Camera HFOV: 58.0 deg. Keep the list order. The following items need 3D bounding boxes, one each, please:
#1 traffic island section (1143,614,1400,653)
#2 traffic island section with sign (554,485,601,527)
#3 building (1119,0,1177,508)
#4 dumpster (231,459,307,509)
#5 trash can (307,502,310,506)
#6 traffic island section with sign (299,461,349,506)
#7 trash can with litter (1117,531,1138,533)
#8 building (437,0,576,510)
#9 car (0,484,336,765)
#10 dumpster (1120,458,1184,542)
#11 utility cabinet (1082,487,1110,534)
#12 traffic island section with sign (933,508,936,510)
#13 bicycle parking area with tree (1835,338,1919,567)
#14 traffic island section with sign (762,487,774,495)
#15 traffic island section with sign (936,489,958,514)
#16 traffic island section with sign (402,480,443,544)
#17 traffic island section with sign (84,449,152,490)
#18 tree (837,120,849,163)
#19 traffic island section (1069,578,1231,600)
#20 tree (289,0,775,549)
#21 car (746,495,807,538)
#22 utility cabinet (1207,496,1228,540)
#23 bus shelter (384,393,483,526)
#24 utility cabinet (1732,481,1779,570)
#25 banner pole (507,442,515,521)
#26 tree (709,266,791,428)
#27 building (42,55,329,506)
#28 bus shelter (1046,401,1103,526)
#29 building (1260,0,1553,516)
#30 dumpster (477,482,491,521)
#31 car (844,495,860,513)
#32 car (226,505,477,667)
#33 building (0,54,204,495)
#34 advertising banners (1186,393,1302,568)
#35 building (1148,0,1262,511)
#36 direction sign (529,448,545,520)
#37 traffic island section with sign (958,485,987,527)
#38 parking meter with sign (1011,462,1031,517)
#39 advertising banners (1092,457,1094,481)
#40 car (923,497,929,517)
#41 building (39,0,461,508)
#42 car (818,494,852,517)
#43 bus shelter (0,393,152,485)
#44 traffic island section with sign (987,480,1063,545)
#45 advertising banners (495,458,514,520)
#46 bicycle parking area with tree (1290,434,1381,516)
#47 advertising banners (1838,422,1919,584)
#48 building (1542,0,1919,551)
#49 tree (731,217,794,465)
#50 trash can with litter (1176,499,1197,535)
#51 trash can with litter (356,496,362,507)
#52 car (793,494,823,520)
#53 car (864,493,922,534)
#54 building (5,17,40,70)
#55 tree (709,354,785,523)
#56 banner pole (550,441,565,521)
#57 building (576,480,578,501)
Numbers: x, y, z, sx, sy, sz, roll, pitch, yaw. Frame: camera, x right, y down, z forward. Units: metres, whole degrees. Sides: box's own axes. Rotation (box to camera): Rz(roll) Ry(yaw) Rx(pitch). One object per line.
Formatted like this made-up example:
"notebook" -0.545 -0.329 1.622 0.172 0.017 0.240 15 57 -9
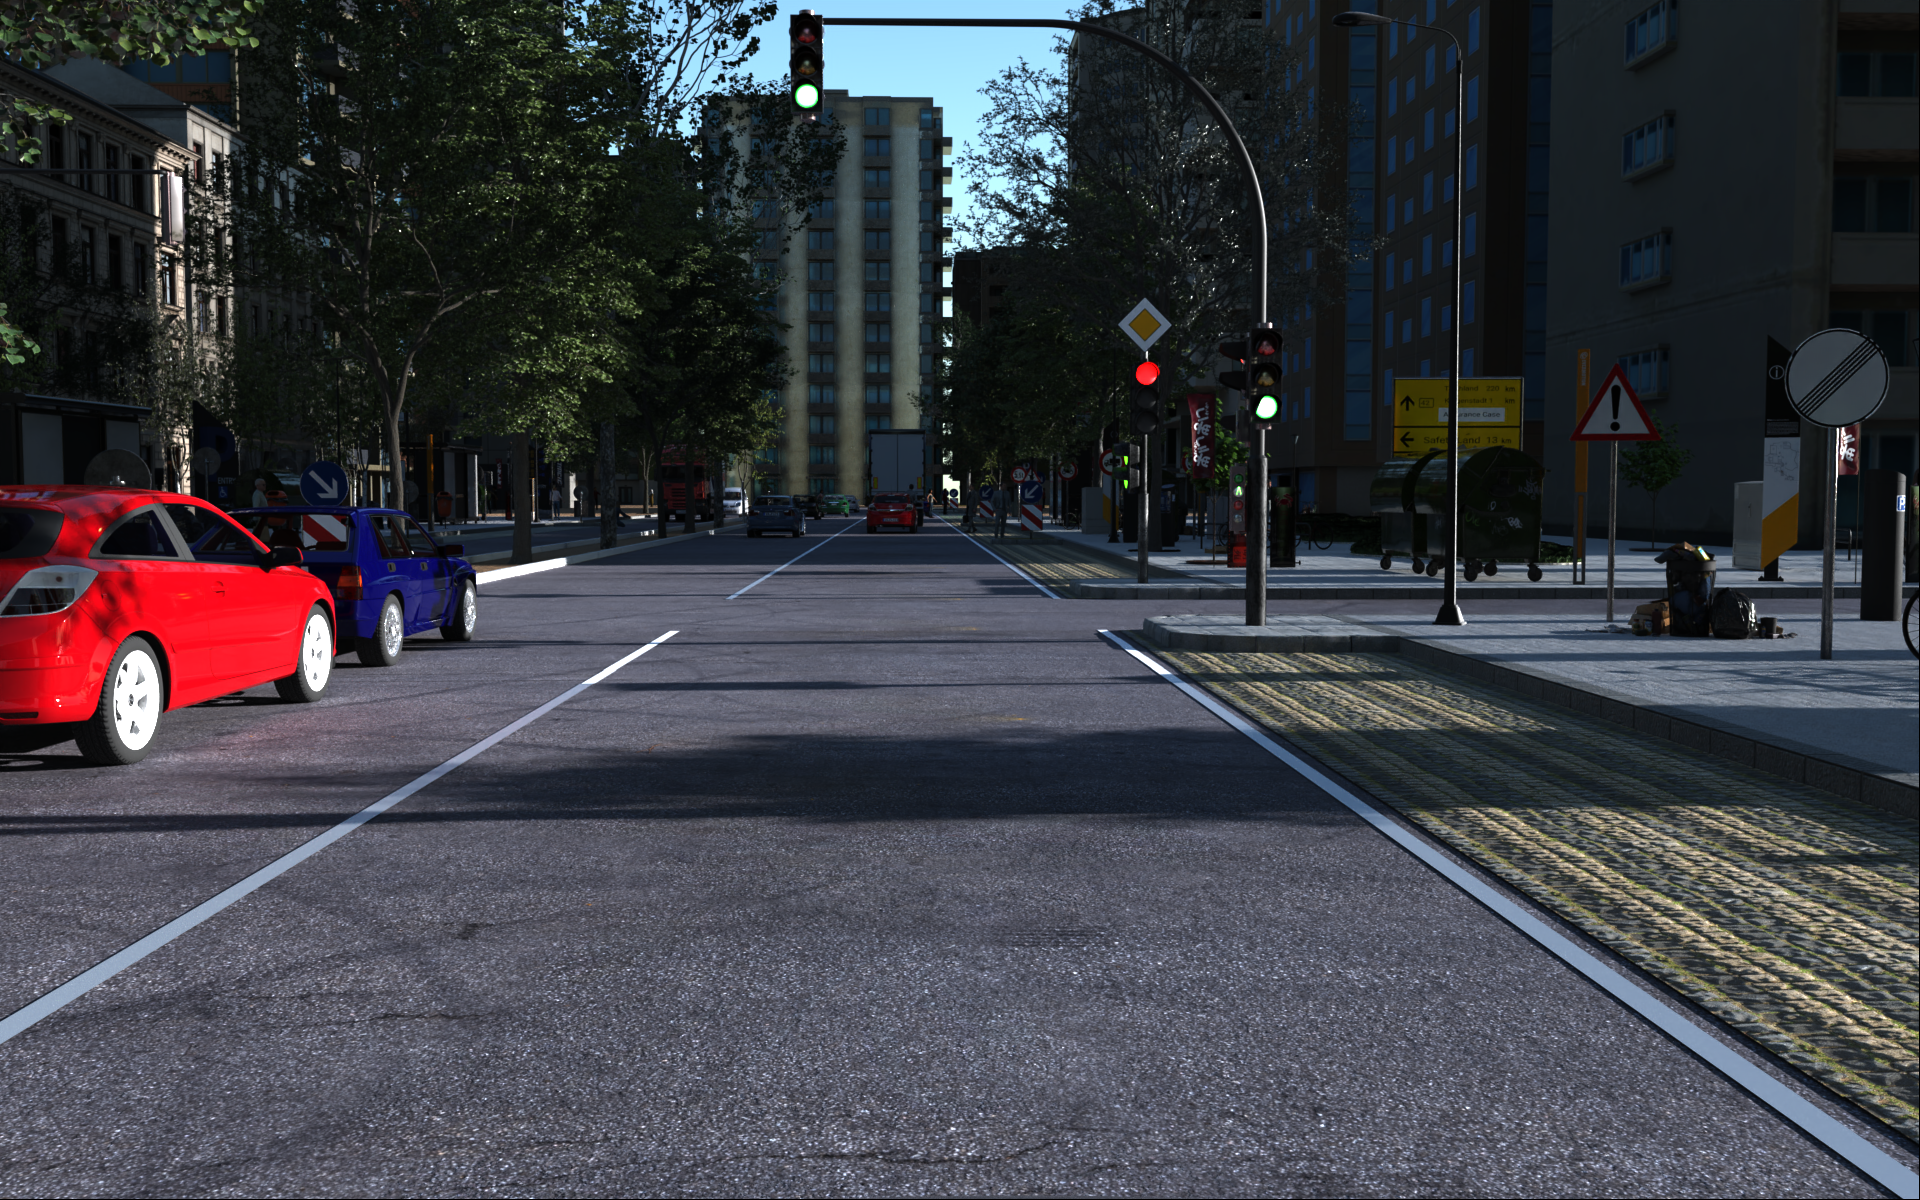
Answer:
"traffic island section" 2.908 0.325 16.969 2.009 0.180 2.903 0 4 -2
"traffic island section with sign" -16.808 -4.160 76.651 1.989 1.847 2.006 0 4 -2
"building" 25.467 -43.613 151.316 20.563 71.187 20.611 0 4 -2
"dumpster" -19.180 -2.790 48.105 1.502 2.255 1.985 0 4 -2
"trash can" -19.232 -2.462 51.907 0.748 1.137 0.748 0 3 0
"traffic island section with sign" -8.680 -0.986 24.253 2.006 1.907 1.989 0 4 -2
"trash can with litter" 5.707 -2.800 56.842 2.233 1.210 1.678 0 4 0
"building" -46.038 -43.527 149.913 20.611 71.187 20.563 0 4 -2
"car" -5.285 -0.097 10.620 2.155 1.783 4.494 0 4 -1
"dumpster" 5.227 -2.734 47.191 1.502 2.255 1.985 0 4 -2
"utility cabinet" 4.465 -2.861 55.463 1.173 1.500 0.318 -2 4 -27
"traffic island section with sign" -1.428 -8.894 154.040 1.989 1.847 2.006 0 4 -2
"bicycle parking area with tree" 20.082 -2.690 30.981 8.231 4.147 9.016 2 4 29
"traffic island section with sign" -11.069 -5.579 99.354 2.006 1.907 1.989 0 4 -2
"traffic island section with sign" -0.575 -7.246 127.098 1.989 1.847 2.006 0 4 -2
"traffic island section with sign" -15.959 -2.512 49.692 1.989 1.847 2.006 0 4 -2
"traffic island section with sign" -8.455 -0.533 16.850 2.006 1.907 1.989 0 4 -2
"tree" -11.408 -13.139 73.177 12.611 20.169 13.585 0 3 0
"traffic island section" 2.655 -0.163 24.951 2.009 0.180 2.903 0 4 -2
"tree" -10.380 -11.431 45.250 12.611 20.169 13.585 0 3 0
"car" -6.185 -2.837 58.385 2.014 1.417 4.499 0 4 -2
"utility cabinet" 7.296 -2.297 48.714 0.306 1.237 1.020 -1 4 -18
"bus shelter" -21.728 -5.721 71.164 2.179 5.291 8.768 0 4 -2
"utility cabinet" 13.418 -1.256 29.219 0.318 1.500 1.173 0 4 3
"banner pole" -21.668 -5.708 83.336 0.401 3.779 0.863 -2 4 -30
"tree" -9.564 -7.272 55.761 8.767 10.594 7.601 0 4 -2
"building" -39.271 -14.499 86.207 9.793 20.994 18.267 0 4 -2
"bus shelter" 4.706 -5.773 72.024 2.179 5.291 8.768 0 4 -2
"building" 24.470 -27.092 93.061 14.600 45.320 14.200 0 4 -2
"dumpster" -23.351 -4.898 82.583 1.502 2.255 1.985 0 4 -2
"car" -8.847 -7.502 135.013 2.083 1.381 4.827 0 4 0
"car" -5.603 -0.191 15.704 1.945 1.354 3.894 0 4 -1
"building" -38.564 -12.410 67.536 10.561 19.102 19.286 0 4 -2
"advertising banners" 4.924 -2.073 30.084 2.074 3.025 0.090 0 4 -8
"building" 29.077 -32.947 127.926 28.713 52.752 27.495 0 4 -2
"direction sign" -20.873 -5.714 85.424 0.876 3.537 0.379 0 4 6
"traffic island section with sign" 1.028 -4.150 76.479 1.989 1.847 2.006 0 4 -2
"parking meter with sign" 3.320 -6.098 95.963 0.543 3.016 1.738 -1 4 -22
"advertising banners" 5.412 -5.200 81.214 2.074 3.025 0.090 2 4 27
"car" -2.760 -5.989 110.503 1.945 1.354 3.894 0 4 -4
"building" -45.717 -27.996 112.366 22.147 44.769 28.867 0 4 -2
"car" -7.808 -5.864 107.671 2.131 1.459 4.920 0 4 -3
"bus shelter" -20.325 -3.641 37.160 2.179 5.291 8.768 0 4 -2
"traffic island section with sign" 1.882 -2.502 49.537 1.989 1.847 2.006 0 4 -2
"advertising banners" -22.372 -5.483 85.828 0.090 3.025 2.074 1 4 21
"bicycle parking area with tree" 18.538 -5.847 82.606 8.231 4.147 9.016 2 4 24
"advertising banners" 13.220 -1.748 24.761 2.074 3.025 0.090 -1 4 -22
"building" 28.847 -25.996 48.732 21.600 48.544 21.300 0 4 -2
"tree" -9.991 -8.730 63.319 7.486 12.596 7.792 0 3 0
"trash can with litter" 7.051 -2.617 54.176 0.624 1.170 1.055 -3 5 -42
"trash can with litter" -20.740 -2.952 59.326 1.678 1.210 2.233 0 4 -3
"car" -8.678 -5.326 96.862 2.009 1.686 4.222 0 4 -1
"car" -2.492 -3.373 64.188 2.155 1.783 4.494 0 4 0
"building" -71.785 -51.041 147.193 31.000 86.520 22.319 0 4 -2
"tree" -10.454 -7.997 83.565 4.737 8.622 4.395 0 3 0
"banner pole" -19.080 -5.620 81.906 0.863 3.779 0.401 1 4 11
"building" -57.710 -31.808 211.942 23.993 40.220 32.217 0 4 -2
